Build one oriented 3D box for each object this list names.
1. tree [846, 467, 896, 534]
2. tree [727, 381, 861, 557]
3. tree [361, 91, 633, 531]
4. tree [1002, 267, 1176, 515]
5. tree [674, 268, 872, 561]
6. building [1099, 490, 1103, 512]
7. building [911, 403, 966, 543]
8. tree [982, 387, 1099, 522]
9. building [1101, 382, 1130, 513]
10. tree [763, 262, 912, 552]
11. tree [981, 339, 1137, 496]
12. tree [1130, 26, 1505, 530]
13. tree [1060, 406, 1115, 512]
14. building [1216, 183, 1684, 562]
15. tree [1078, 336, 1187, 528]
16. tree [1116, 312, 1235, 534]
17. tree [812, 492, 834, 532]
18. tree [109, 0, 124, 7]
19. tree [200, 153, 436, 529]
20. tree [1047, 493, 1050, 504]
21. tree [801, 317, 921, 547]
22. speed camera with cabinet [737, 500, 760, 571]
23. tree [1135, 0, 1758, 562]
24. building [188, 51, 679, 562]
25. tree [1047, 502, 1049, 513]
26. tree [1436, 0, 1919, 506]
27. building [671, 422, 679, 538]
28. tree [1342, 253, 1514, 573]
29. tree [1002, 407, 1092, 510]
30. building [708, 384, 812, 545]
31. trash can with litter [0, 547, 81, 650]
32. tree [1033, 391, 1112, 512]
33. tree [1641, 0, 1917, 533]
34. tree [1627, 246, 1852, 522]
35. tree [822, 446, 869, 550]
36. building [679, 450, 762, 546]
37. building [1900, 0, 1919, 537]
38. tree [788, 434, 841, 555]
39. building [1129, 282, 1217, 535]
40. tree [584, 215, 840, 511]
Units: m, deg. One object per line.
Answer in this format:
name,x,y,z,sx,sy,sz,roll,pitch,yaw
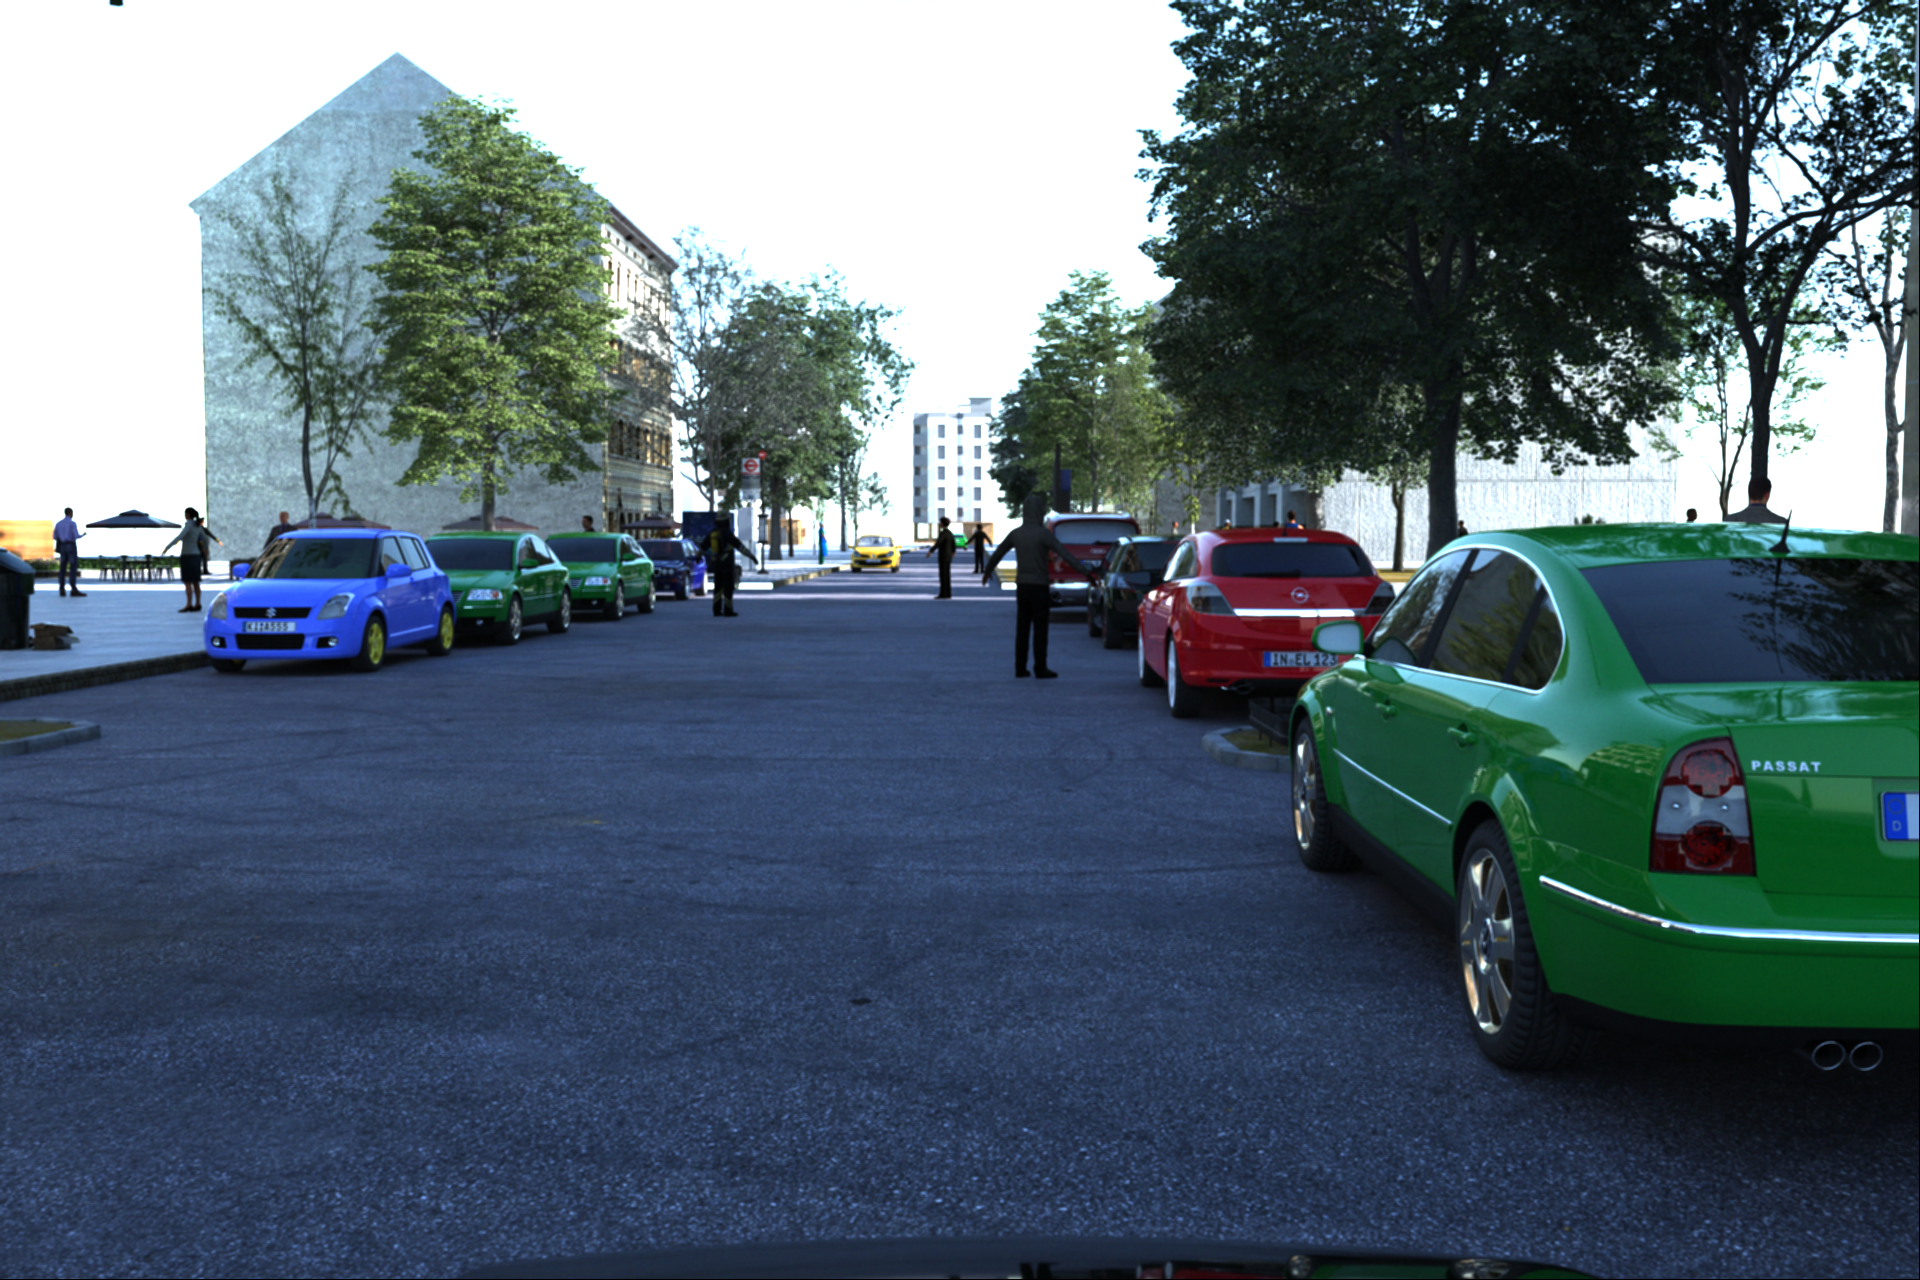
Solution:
tree,-12.268,-18.689,239.980,7.601,10.594,8.767,0,4,-7
tree,-9.371,-9.954,97.162,8.767,10.594,7.601,1,4,12
tree,-12.107,-7.776,45.263,7.486,12.596,7.792,0,3,0
tree,5.542,-9.563,74.478,7.486,12.596,7.792,0,3,0
tree,-9.066,-10.833,83.769,9.857,13.997,8.962,0,3,0
building,22.501,-16.568,213.038,9.099,9.664,28.070,0,4,1
building,-6.427,-23.487,242.889,11.380,20.090,16.016,1,4,9
tree,6.533,-14.034,136.104,9.857,13.997,8.962,0,3,0
building,25.477,-21.908,189.131,19.493,23.208,18.063,0,4,0
tree,-9.461,-16.388,123.833,12.611,20.169,13.585,0,3,0
tree,6.412,-12.108,108.335,12.009,13.543,11.850,0,3,0
tree,8.770,-8.328,42.822,9.857,13.997,8.962,0,3,0
tree,6.485,-8.716,92.874,4.737,8.622,4.395,0,3,0
building,24.580,-13.951,94.562,16.747,18.905,31.486,0,4,1
tree,6.051,-6.979,64.467,4.360,8.622,3.978,0,3,0
tree,7.358,-6.484,56.380,4.737,8.622,4.395,0,3,0
tree,-18.825,-17.700,239.764,4.360,8.622,3.978,0,3,0
tree,-11.898,-9.839,16.750,12.611,20.169,13.585,0,3,0
tree,-13.199,-5.146,34.496,4.360,8.622,3.978,0,3,0
tree,6.569,-11.844,144.006,4.360,8.622,3.978,0,3,0
tree,-10.162,-18.124,152.211,12.611,20.169,13.585,0,3,0
speed camera with cabinet,-7.408,-4.056,60.646,0.660,3.252,2.038,0,3,0
tree,8.191,-7.513,29.488,9.857,13.997,8.962,0,3,0
building,-25.525,-15.753,88.483,19.493,23.208,18.063,0,4,1
tree,12.149,-19.328,241.772,9.928,11.665,9.643,0,3,0
tree,8.600,-5.104,17.870,7.601,10.594,8.767,-1,4,-23
building,-23.340,-10.664,116.508,9.099,9.664,28.070,0,4,1
tree,14.734,-8.079,57.840,9.928,11.665,9.643,0,3,0
tree,6.635,-11.623,124.451,7.601,10.594,8.767,1,4,17
building,-23.820,-21.414,206.544,16.016,20.090,11.380,0,4,0
trash can with litter,-10.386,-0.485,19.312,1.055,1.170,0.624,0,4,1
tree,5.689,-8.141,83.465,4.737,8.622,4.395,0,3,0
tree,23.735,-11.545,44.645,12.611,20.169,13.585,0,3,0
tree,27.591,-8.342,62.153,9.928,11.665,9.643,0,3,0
tree,-8.945,-11.326,135.546,4.737,8.622,4.395,0,3,0
building,-25.776,-14.999,187.376,9.099,9.664,28.070,0,4,1
building,27.008,-12.939,14.758,19.351,26.588,34.151,0,4,1
tree,-8.936,-9.638,107.952,4.360,8.622,3.978,0,3,0
building,22.342,-17.920,123.924,19.493,23.208,18.063,0,4,0
tree,-9.878,-9.632,67.859,12.009,13.543,11.850,0,3,0
